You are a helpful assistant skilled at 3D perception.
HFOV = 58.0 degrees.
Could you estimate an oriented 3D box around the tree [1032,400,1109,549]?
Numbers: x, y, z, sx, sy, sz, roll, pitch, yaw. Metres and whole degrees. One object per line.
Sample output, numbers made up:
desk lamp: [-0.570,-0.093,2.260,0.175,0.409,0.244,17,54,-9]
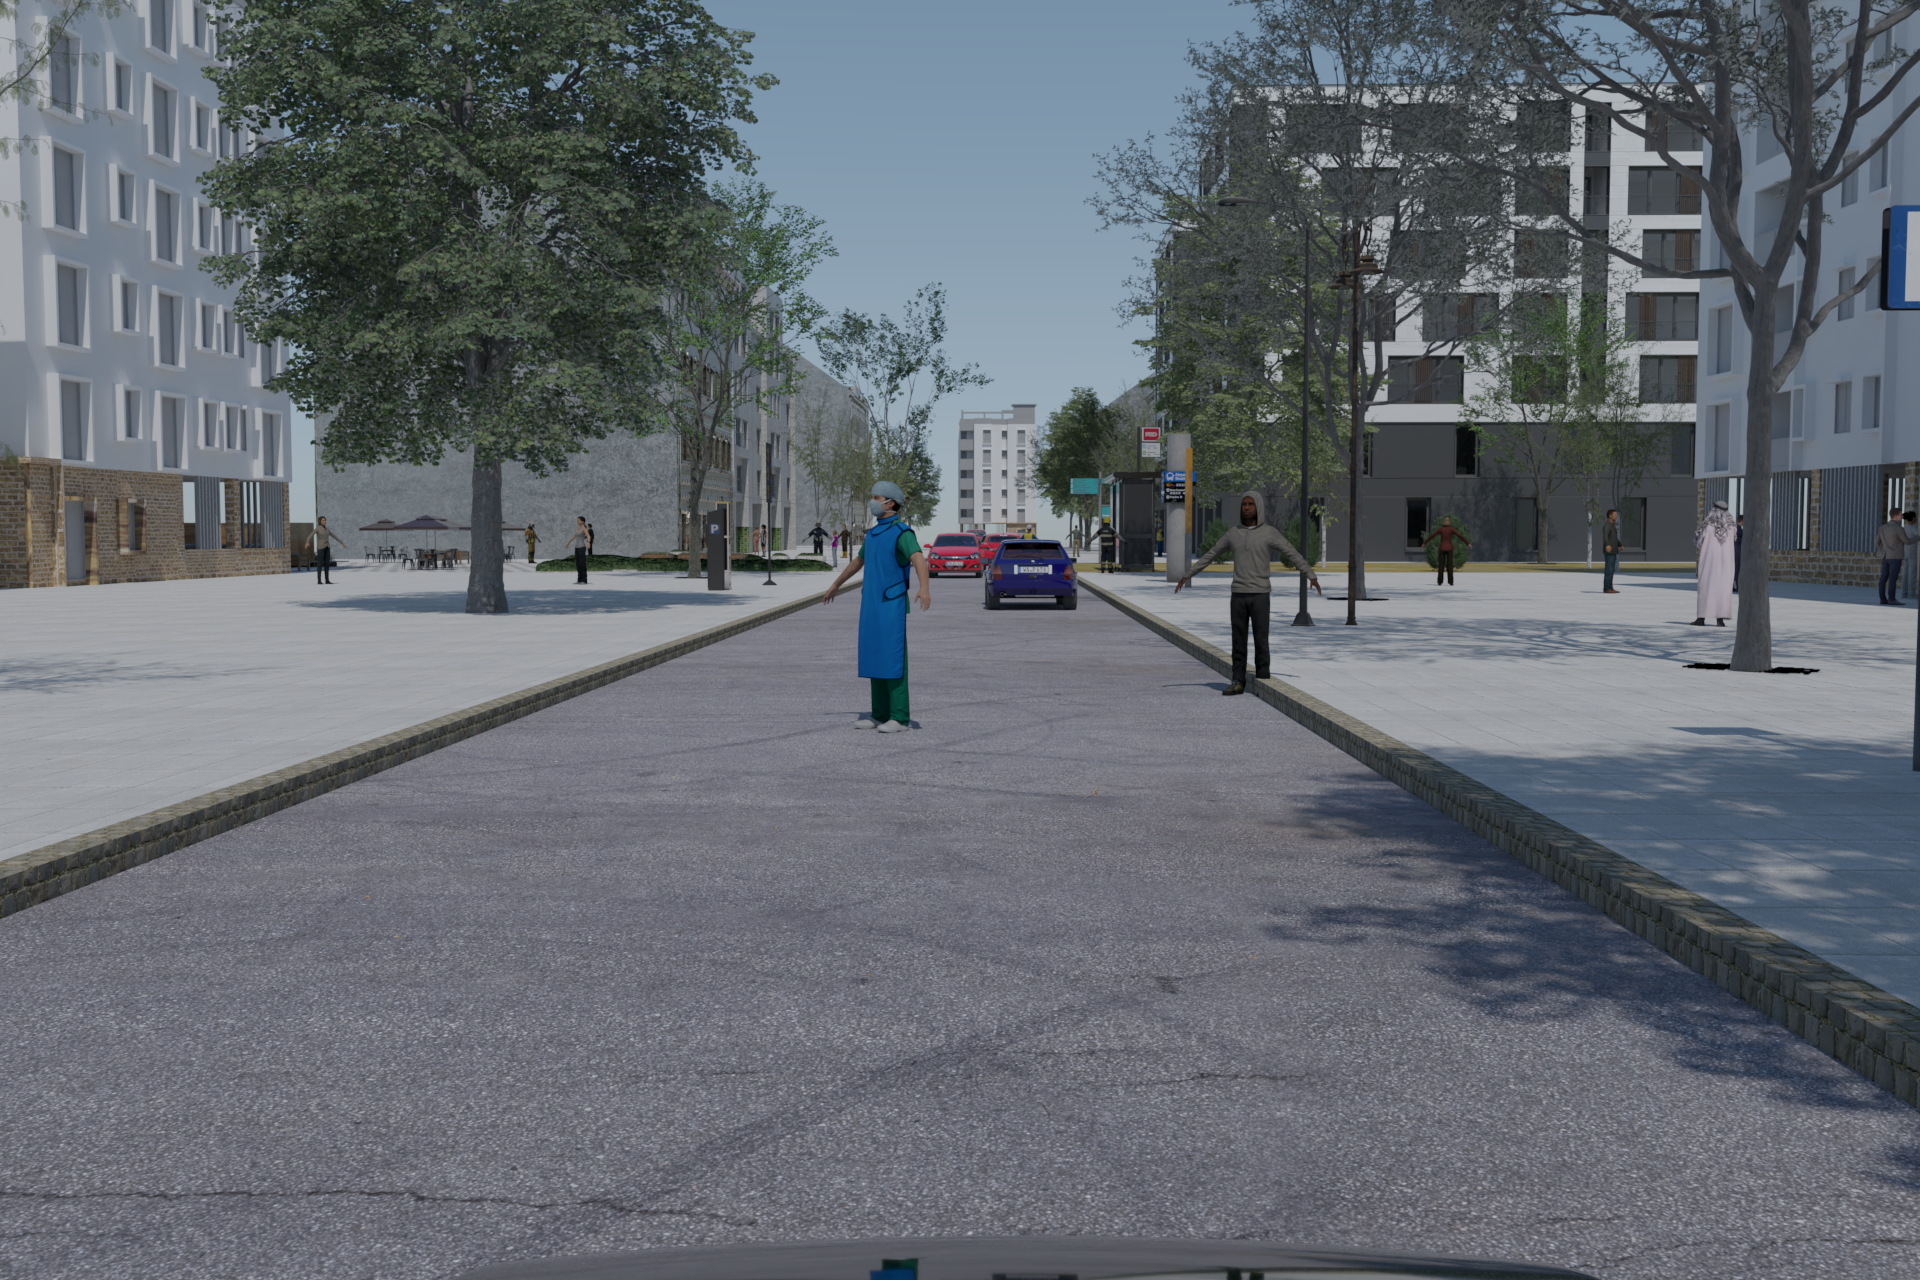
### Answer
tree: [9.838,-13.980,146.705,7.486,12.596,7.792,0,3,0]

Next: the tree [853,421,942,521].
tree: [-5.190,-12.770,143.209,8.767,10.594,7.601,1,4,15]

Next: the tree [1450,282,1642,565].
tree: [24.569,-8.995,72.827,9.928,11.665,9.643,0,3,0]

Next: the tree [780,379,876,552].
tree: [-6.786,-7.991,81.023,4.360,8.622,3.978,0,3,0]

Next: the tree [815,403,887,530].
tree: [-6.569,-8.986,97.288,4.360,8.622,3.978,0,3,0]

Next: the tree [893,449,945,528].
tree: [-7.238,-21.113,251.853,9.857,13.997,8.962,0,3,0]

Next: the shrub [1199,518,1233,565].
shrub: [10.886,-4.192,72.965,1.690,2.028,1.600,0,3,0]

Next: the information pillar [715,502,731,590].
information pillar: [-5.406,-2.145,39.570,0.304,2.012,0.304,0,4,1]

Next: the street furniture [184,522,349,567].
street furniture: [-28.480,-3.756,68.258,11.010,1.723,9.812,2,4,33]

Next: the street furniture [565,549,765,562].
street furniture: [-12.537,-3.441,71.889,5.734,0.657,10.072,3,5,39]

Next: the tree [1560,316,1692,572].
tree: [22.210,-6.643,58.971,4.360,8.622,3.978,0,3,0]

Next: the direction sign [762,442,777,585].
direction sign: [-4.768,-3.136,43.277,0.379,3.537,0.876,0,4,1]

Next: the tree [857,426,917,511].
tree: [-5.211,-10.347,119.543,4.737,8.622,4.395,0,3,0]

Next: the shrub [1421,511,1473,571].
shrub: [16.719,-3.387,59.413,1.661,2.075,1.752,0,3,0]

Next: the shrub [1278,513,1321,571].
shrub: [11.949,-3.454,60.885,1.690,2.028,1.600,0,3,0]

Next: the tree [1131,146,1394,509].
tree: [8.631,-8.071,50.093,7.486,12.596,7.792,0,3,0]

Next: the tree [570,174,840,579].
tree: [-7.483,-7.578,49.649,9.928,11.665,9.643,0,3,0]

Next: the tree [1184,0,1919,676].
tree: [7.536,-6.456,15.933,12.009,13.543,11.850,0,3,0]

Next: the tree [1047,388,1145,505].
tree: [9.082,-10.832,111.521,7.601,10.594,8.767,0,4,5]

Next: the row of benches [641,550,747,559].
row of benches: [-10.063,-3.030,64.997,4.104,0.672,1.422,1,4,9]

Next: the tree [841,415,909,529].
tree: [-5.944,-9.578,106.962,4.360,8.622,3.978,0,3,0]

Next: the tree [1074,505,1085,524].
tree: [18.509,-18.484,252.580,4.737,8.622,4.395,0,3,0]

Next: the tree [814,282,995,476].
tree: [-3.973,-16.728,129.397,12.611,20.169,13.585,0,3,0]

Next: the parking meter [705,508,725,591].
parking meter: [-5.553,-2.052,39.263,0.399,1.863,0.255,0,4,1]

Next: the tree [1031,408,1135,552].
tree: [9.298,-11.640,124.723,8.767,10.594,7.601,0,3,0]

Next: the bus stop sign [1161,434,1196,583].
bus stop sign: [5.760,-3.464,45.658,0.837,3.901,0.837,0,4,2]

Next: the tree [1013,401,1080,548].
tree: [10.231,-15.226,159.322,12.009,13.543,11.850,0,3,0]

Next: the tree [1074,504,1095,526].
tree: [18.874,-18.210,248.102,4.360,8.622,3.978,0,3,0]

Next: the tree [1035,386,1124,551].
tree: [9.588,-13.174,133.514,7.486,12.596,7.792,0,3,0]

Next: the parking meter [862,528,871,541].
parking meter: [-3.898,-3.912,72.374,0.372,1.533,0.369,0,3,0]

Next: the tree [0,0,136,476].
tree: [-8.629,-3.782,12.203,4.360,8.622,3.978,0,3,0]

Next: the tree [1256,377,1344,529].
tree: [14.918,-7.642,75.316,4.737,8.622,4.395,0,3,0]

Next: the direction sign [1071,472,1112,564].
direction sign: [5.995,-5.187,73.568,2.525,3.948,1.411,0,4,-1]

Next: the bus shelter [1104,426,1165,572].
bus shelter: [6.349,-5.184,62.385,2.179,5.291,8.768,0,4,2]

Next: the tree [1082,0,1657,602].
tree: [7.548,-7.502,33.030,12.009,13.543,11.850,0,3,0]

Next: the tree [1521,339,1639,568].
tree: [23.803,-6.991,64.660,4.360,8.622,3.978,0,3,0]

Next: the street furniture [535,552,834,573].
street furniture: [-9.260,-2.702,59.807,10.072,0.657,5.734,0,4,4]

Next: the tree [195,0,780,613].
tree: [-7.835,-7.422,28.011,9.857,13.997,8.962,0,3,0]

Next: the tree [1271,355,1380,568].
tree: [13.880,-7.058,65.753,4.360,8.622,3.978,0,3,0]

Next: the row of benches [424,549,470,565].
row of benches: [-21.532,-3.484,72.420,1.422,0.672,4.104,0,4,4]

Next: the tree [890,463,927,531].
tree: [-5.016,-12.732,158.522,4.360,8.622,3.978,0,3,0]

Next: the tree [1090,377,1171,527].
tree: [8.752,-7.961,80.529,4.360,8.622,3.978,0,3,0]

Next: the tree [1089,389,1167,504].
tree: [8.822,-8.328,86.533,4.360,8.622,3.978,0,3,0]

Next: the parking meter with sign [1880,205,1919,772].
parking meter with sign: [5.177,-0.746,8.460,0.543,3.016,1.738,0,4,1]
